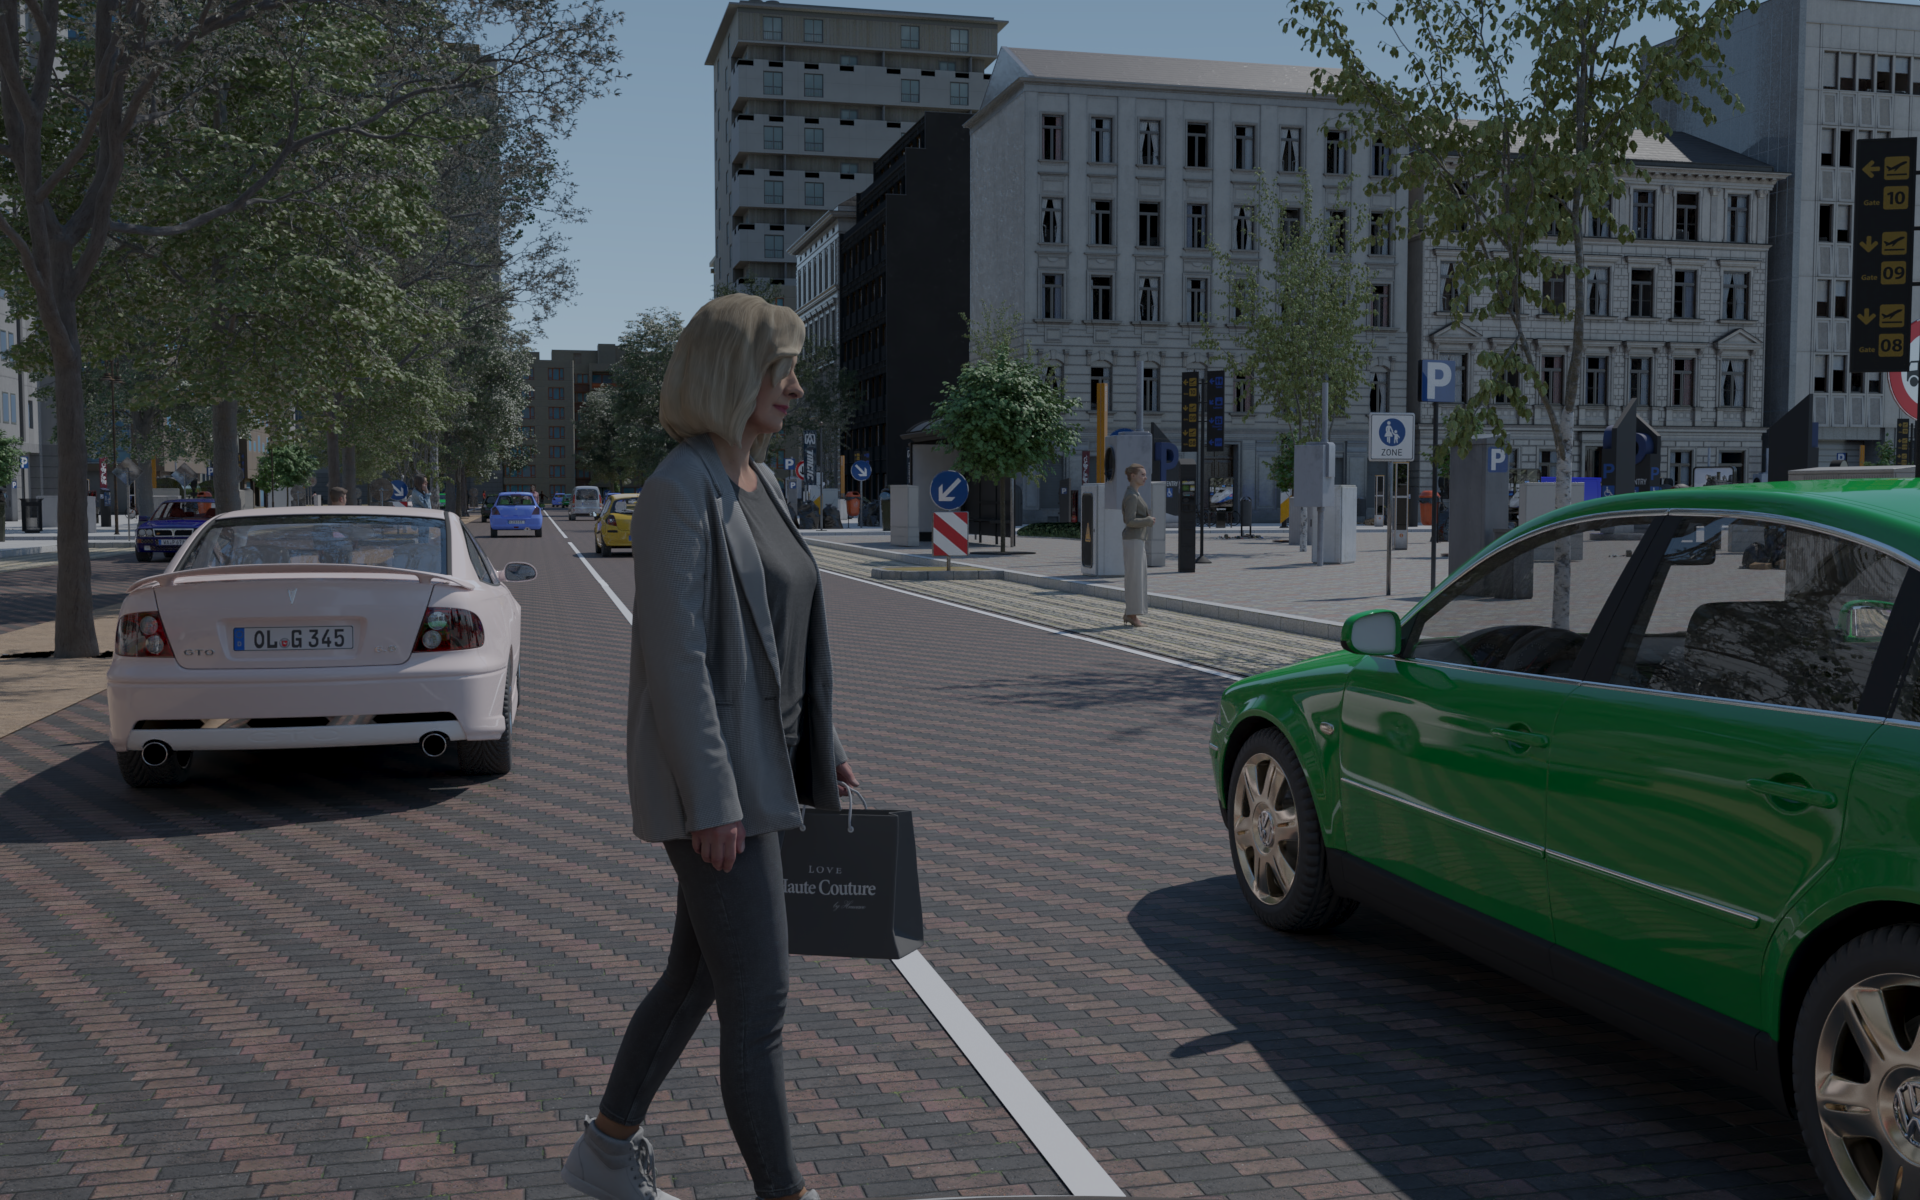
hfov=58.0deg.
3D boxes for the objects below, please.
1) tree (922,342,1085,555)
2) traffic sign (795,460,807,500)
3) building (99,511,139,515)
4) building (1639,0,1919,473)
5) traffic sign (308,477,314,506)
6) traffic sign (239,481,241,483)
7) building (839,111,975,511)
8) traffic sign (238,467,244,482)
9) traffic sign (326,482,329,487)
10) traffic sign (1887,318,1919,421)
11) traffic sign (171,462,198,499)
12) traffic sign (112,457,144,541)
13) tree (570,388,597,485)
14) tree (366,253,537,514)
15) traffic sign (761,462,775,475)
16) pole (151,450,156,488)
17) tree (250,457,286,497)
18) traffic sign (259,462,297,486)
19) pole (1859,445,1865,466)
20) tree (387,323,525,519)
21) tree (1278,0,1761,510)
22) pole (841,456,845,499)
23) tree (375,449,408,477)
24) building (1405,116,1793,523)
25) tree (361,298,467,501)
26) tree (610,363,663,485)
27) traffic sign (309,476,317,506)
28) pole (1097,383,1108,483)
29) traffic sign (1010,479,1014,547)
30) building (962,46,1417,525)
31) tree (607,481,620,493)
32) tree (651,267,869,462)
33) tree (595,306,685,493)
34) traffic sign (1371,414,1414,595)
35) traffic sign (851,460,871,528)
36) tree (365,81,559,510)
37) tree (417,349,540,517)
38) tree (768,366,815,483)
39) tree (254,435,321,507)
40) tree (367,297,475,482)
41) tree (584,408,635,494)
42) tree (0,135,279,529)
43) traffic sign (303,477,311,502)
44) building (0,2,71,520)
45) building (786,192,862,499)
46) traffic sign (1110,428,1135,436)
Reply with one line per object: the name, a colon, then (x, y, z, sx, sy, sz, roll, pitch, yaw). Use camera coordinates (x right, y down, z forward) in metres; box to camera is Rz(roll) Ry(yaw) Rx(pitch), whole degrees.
tree: (0.853, -3.269, 37.157, 4.285, 4.588, 4.351, 0, 3, 0)
traffic sign: (-5.801, -3.978, 65.145, 0.768, 2.556, 0.104, 0, 4, -6)
building: (-57.436, -28.176, 110.782, 14.600, 45.320, 14.200, -1, 4, -14)
building: (47.268, -16.602, 89.460, 19.932, 24.808, 12.078, -1, 4, -14)
traffic sign: (-43.848, -7.121, 116.534, 0.768, 2.556, 0.104, 0, 4, -5)
traffic sign: (-37.984, -5.540, 90.685, 0.768, 2.556, 0.104, -1, 4, -13)
building: (-0.160, -17.106, 109.356, 12.332, 23.373, 15.834, -1, 4, -14)
traffic sign: (-33.093, -4.831, 79.098, 0.768, 2.556, 0.104, 0, 4, -6)
traffic sign: (-44.674, -7.540, 123.290, 0.884, 2.594, 0.081, -1, 4, -9)
traffic sign: (6.952, -0.757, 12.490, 0.768, 2.556, 0.104, -1, 4, -13)
traffic sign: (-24.524, -3.130, 54.823, 0.795, 2.450, 0.064, -1, 4, -14)
traffic sign: (-22.603, -2.656, 47.071, 0.795, 2.450, 0.064, -1, 4, -14)
tree: (-39.934, -17.849, 198.488, 9.857, 13.997, 8.962, 0, 3, 0)
tree: (-26.279, -10.990, 88.802, 9.857, 13.997, 8.962, 0, 3, 0)
traffic sign: (-5.859, -2.908, 51.186, 0.795, 2.450, 0.064, -1, 4, -14)
pole: (-33.064, -4.723, 71.061, 0.158, 3.312, 0.155, 0, 3, 0)
tree: (-35.975, -5.848, 90.218, 1.663, 3.219, 1.824, 0, 3, 0)
traffic sign: (-40.999, -6.754, 104.298, 2.265, 3.308, 0.079, -1, 4, -11)
pole: (37.699, -4.809, 72.468, 0.158, 3.312, 0.155, 0, 3, 0)
tree: (-28.686, -10.448, 99.030, 9.928, 11.665, 9.643, 0, 3, 0)
tree: (5.183, -3.977, 15.392, 4.737, 8.622, 4.395, 0, 3, 0)
pole: (-6.236, -6.006, 92.040, 0.158, 3.312, 0.155, 0, 3, 0)
tree: (-59.857, -15.363, 185.591, 8.767, 10.594, 7.601, 2, 4, 26)
building: (28.247, -13.420, 84.050, 19.286, 19.102, 10.561, -1, 4, -14)
tree: (-18.587, -6.422, 57.825, 4.737, 8.622, 4.395, 0, 3, 0)
tree: (-26.534, -14.132, 149.184, 7.486, 12.596, 7.792, 0, 3, 0)
traffic sign: (-44.600, -7.274, 119.030, 0.768, 2.556, 0.104, -1, 4, -9)
pole: (2.620, -2.332, 31.978, 0.158, 3.312, 0.155, 0, 3, 0)
traffic sign: (1.253, -2.543, 41.684, 0.768, 2.556, 0.104, -1, 4, -10)
building: (10.140, -14.059, 79.008, 18.267, 20.994, 9.793, -1, 4, -14)
tree: (-41.286, -12.977, 206.768, 1.663, 3.219, 1.824, 0, 3, 0)
tree: (-7.934, -8.342, 70.801, 8.767, 10.594, 7.601, -1, 4, -16)
tree: (-19.430, -12.866, 117.010, 9.857, 13.997, 8.962, 0, 3, 0)
traffic sign: (5.429, -1.208, 21.879, 0.606, 2.300, 0.079, -1, 4, -11)
traffic sign: (-3.746, -4.009, 65.659, 0.768, 2.556, 0.104, 0, 4, -6)
tree: (-24.634, -13.351, 76.641, 12.611, 20.169, 13.585, 0, 3, 0)
tree: (-31.263, -11.562, 108.509, 9.611, 12.733, 9.660, 0, 3, 0)
tree: (-9.336, -7.789, 77.717, 4.360, 8.622, 3.978, 0, 3, 0)
tree: (-36.429, -6.732, 93.780, 4.285, 4.588, 4.351, 0, 3, 0)
tree: (-19.523, -6.701, 62.374, 4.360, 8.622, 3.978, 0, 3, 0)
tree: (-33.526, -14.544, 172.199, 8.767, 10.594, 7.601, 1, 4, 22)
tree: (-29.210, -9.504, 62.054, 9.857, 13.997, 8.962, 0, 3, 0)
traffic sign: (-42.445, -6.861, 112.285, 0.768, 2.556, 0.104, -1, 4, -8)
building: (-56.667, -32.938, 80.539, 21.231, 58.520, 28.212, -1, 4, -14)
building: (-5.713, -18.195, 126.374, 11.050, 23.489, 19.941, -1, 4, -14)
traffic sign: (3.170, -2.045, 33.542, 0.768, 2.556, 0.104, -1, 4, -10)
